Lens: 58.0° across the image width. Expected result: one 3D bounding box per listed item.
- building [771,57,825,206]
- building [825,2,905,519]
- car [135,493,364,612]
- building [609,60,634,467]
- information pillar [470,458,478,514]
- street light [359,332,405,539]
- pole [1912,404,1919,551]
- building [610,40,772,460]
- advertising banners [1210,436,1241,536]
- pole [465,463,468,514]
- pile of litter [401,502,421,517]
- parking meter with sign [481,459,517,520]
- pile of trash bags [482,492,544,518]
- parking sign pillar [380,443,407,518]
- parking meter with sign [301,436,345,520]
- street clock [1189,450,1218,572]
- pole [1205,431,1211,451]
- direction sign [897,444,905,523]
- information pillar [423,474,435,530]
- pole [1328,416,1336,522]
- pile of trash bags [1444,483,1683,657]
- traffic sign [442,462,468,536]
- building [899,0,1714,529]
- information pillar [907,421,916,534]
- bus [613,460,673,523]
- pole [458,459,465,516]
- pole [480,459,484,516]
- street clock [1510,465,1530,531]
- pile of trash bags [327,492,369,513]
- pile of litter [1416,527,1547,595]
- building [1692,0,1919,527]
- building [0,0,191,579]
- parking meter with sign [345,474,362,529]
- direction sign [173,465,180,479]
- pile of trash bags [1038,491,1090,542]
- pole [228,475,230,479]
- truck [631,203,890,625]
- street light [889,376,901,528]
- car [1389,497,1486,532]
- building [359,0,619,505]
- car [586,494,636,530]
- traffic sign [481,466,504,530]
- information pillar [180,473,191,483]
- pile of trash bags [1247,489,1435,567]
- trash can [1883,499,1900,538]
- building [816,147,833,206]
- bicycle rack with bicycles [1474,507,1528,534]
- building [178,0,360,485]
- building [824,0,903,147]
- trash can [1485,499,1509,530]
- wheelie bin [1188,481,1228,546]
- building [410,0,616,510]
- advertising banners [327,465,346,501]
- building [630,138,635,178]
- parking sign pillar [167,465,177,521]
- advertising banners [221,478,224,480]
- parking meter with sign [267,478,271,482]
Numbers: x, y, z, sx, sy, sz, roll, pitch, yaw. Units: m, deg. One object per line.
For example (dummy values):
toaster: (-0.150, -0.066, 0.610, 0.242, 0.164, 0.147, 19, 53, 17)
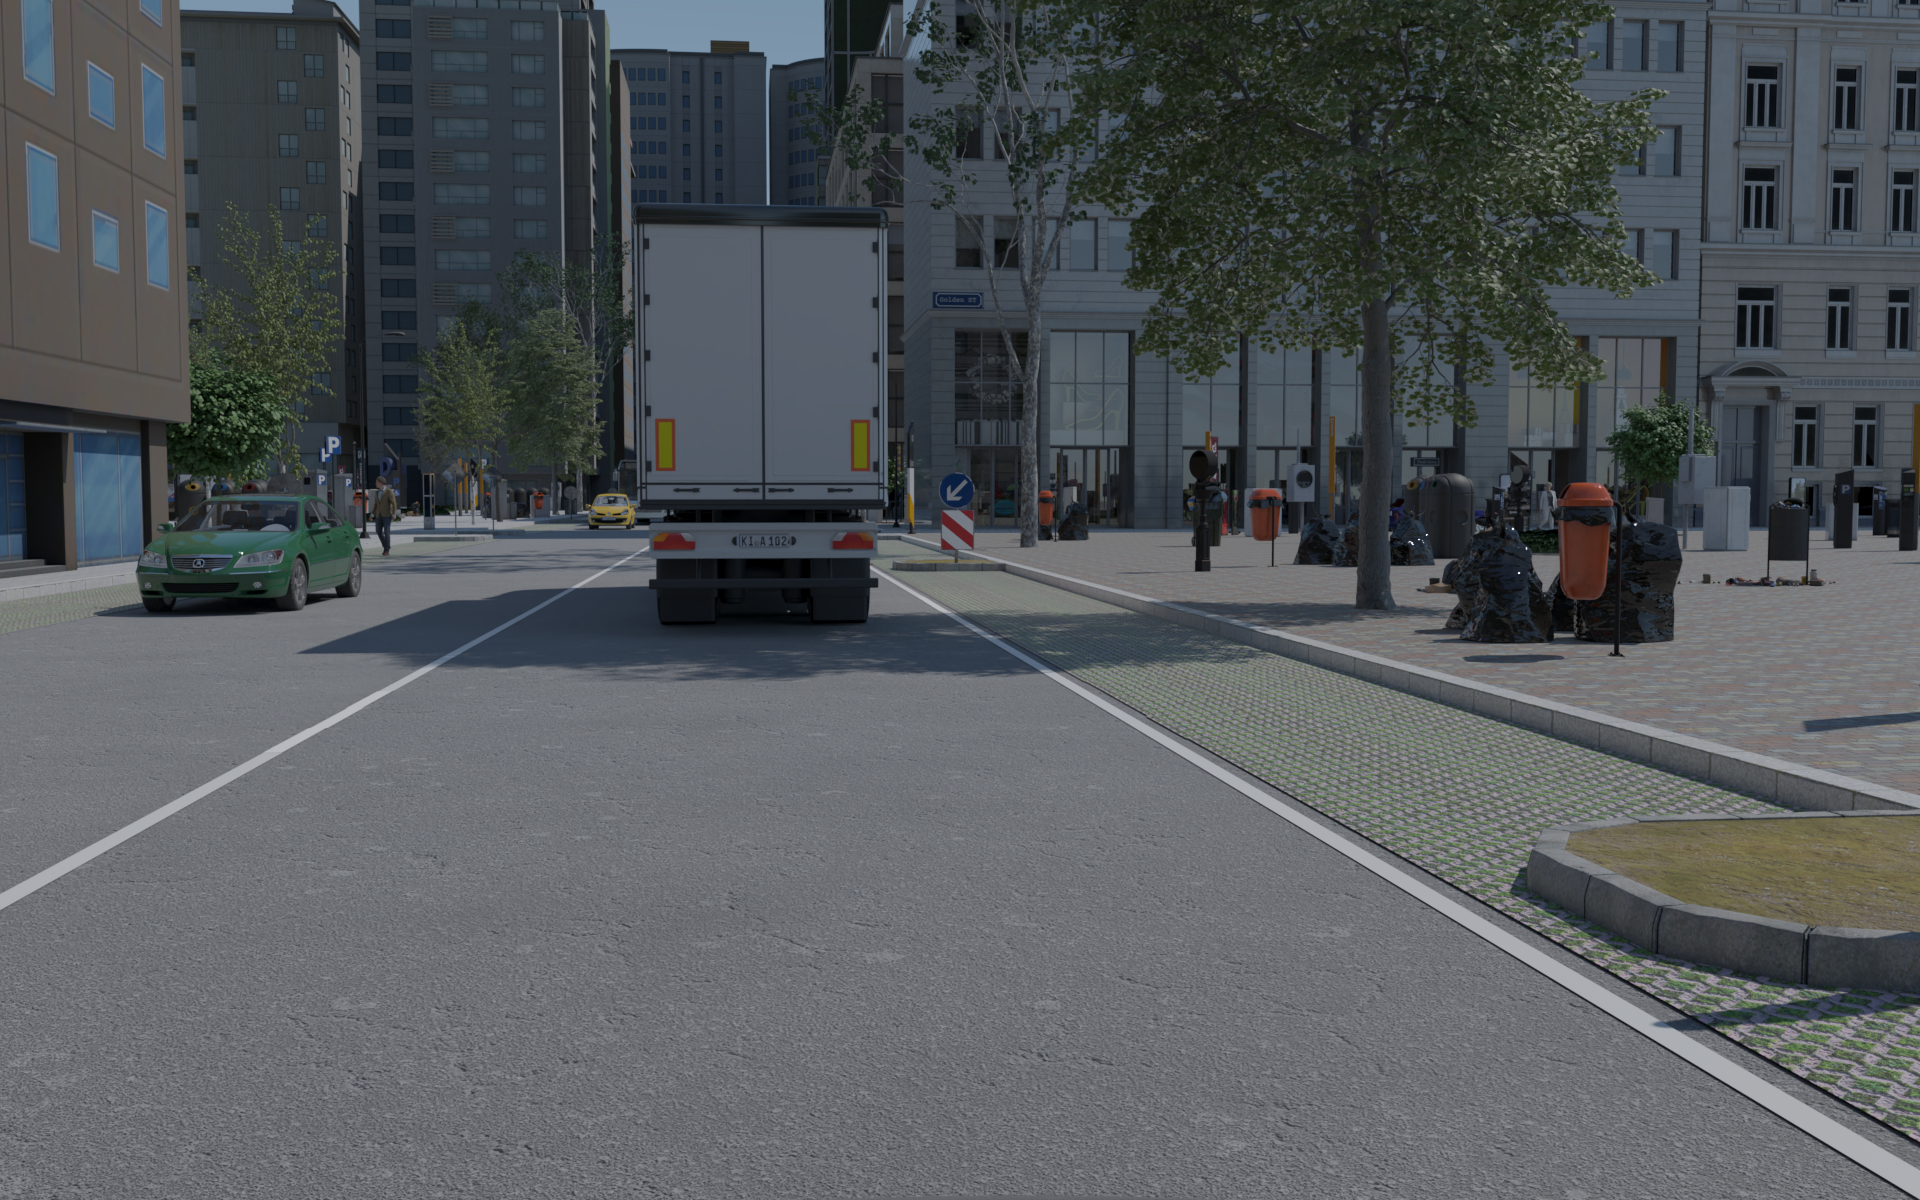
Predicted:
building: (-11.093, -42.161, 231.330, 28.212, 58.520, 21.231, 0, 4, -7)
building: (2.276, -18.417, 105.627, 19.350, 26.468, 34.151, 0, 4, -7)
car: (-9.162, -0.664, 22.656, 2.131, 1.459, 4.920, 0, 4, -6)
building: (-40.687, -32.127, 175.392, 14.600, 45.320, 14.200, 0, 4, -7)
information pillar: (-31.329, -7.351, 111.550, 0.183, 3.616, 0.504, 3, 5, 40)
street light: (-16.598, -4.721, 49.724, 1.470, 5.913, 1.316, 0, 4, -7)
pole: (21.696, -2.781, 39.305, 0.158, 3.312, 0.155, 0, 3, 0)
building: (-39.535, -41.941, 227.739, 28.212, 58.520, 21.231, 0, 4, -7)
advertising banners: (8.161, -3.496, 53.346, 0.090, 3.025, 2.074, 2, 4, 35)
pole: (-32.206, -7.283, 112.924, 0.158, 3.312, 0.155, 0, 3, 0)
pile of litter: (-31.325, -5.193, 98.876, 1.176, 0.858, 1.719, 0, 4, -8)
parking meter with sign: (-22.868, -5.489, 86.007, 0.543, 3.016, 1.738, 3, 5, 40)
pile of trash bags: (-23.687, -5.060, 92.483, 1.912, 1.369, 3.447, 3, 4, 38)
parking sign pillar: (-30.053, -6.291, 91.329, 1.447, 3.967, 1.447, 3, 5, 42)
parking meter with sign: (-19.531, -3.435, 52.425, 1.738, 3.016, 0.543, 2, 4, 30)
street clock: (4.020, -1.471, 28.622, 0.358, 2.002, 0.471, -2, 4, -34)
pole: (8.084, -3.829, 56.450, 0.158, 3.312, 0.155, 0, 3, 0)
direction sign: (-2.623, -5.256, 77.931, 0.379, 3.537, 0.876, 2, 4, 28)
information pillar: (-19.107, -3.536, 62.310, 0.304, 2.012, 0.304, 0, 4, 7)
pole: (9.762, -3.158, 45.484, 0.158, 3.312, 0.155, 0, 3, 0)
pile of trash bags: (5.293, -0.328, 15.114, 1.912, 1.369, 3.447, 1, 4, 13)
traffic sign: (-15.499, -3.031, 53.202, 0.795, 2.450, 0.064, 0, 4, -7)
building: (12.919, -17.843, 69.234, 29.804, 29.767, 11.434, 0, 4, -7)
information pillar: (-1.576, -3.918, 55.418, 0.183, 3.616, 0.504, 1, 4, 14)
bus: (-14.725, -5.451, 83.976, 2.948, 3.499, 13.247, 0, 4, -6)
pole: (-28.676, -6.451, 99.321, 0.158, 3.312, 0.155, 0, 3, 0)
pole: (-27.796, -6.531, 100.624, 0.158, 3.312, 0.155, 0, 3, 0)
street clock: (14.003, -2.373, 43.366, 0.358, 2.002, 0.471, -2, 4, -25)
pile of trash bags: (-25.344, -3.640, 69.265, 3.447, 1.369, 1.912, 0, 4, 2)
pile of litter: (6.848, -0.520, 22.471, 1.719, 0.858, 1.176, 3, 4, 37)
building: (37.496, -17.614, 73.897, 20.117, 28.700, 13.634, 0, 4, -7)
building: (-21.358, -22.962, 25.541, 14.600, 45.320, 14.200, 0, 4, -7)
parking meter with sign: (-23.173, -4.199, 64.922, 1.738, 3.016, 0.543, 2, 4, 27)
direction sign: (-41.465, -6.099, 91.723, 0.379, 3.537, 0.876, 2, 4, 33)
pile of trash bags: (2.589, -2.333, 47.900, 1.912, 1.369, 3.447, 1, 4, 10)
pole: (-41.298, -6.364, 97.902, 0.158, 3.312, 0.155, 0, 3, 0)
truck: (-2.551, -2.047, 22.390, 2.839, 4.237, 11.283, 0, 4, -7)
street light: (-2.979, -5.728, 66.187, 1.470, 5.913, 1.316, 0, 4, -7)
car: (16.609, -2.900, 59.994, 3.894, 1.354, 1.945, 0, 4, -8)
building: (-41.539, -43.960, 156.992, 20.563, 71.187, 20.611, 0, 4, -7)
car: (-14.240, -3.709, 70.860, 2.015, 1.641, 3.980, 0, 4, -7)
traffic sign: (-16.479, -3.516, 61.127, 0.795, 2.450, 0.064, 0, 4, -7)
information pillar: (-33.107, -5.065, 74.160, 0.504, 3.616, 0.183, -1, 4, -21)
pile of trash bags: (6.716, -1.311, 31.195, 3.447, 1.369, 1.912, -1, 4, -22)
trash can: (27.615, -2.412, 51.094, 0.748, 1.137, 0.748, 0, 3, 0)
building: (-5.301, -22.997, 147.697, 14.160, 30.474, 14.107, 0, 4, -7)
bicycle rack with bicycles: (14.650, -2.181, 49.046, 2.852, 0.926, 2.925, 3, 5, 42)
building: (-78.278, -36.777, 190.537, 27.495, 52.752, 28.713, 0, 4, -7)
building: (-4.349, -44.402, 164.231, 20.563, 71.187, 20.611, 0, 4, -7)
trash can: (16.546, -2.553, 53.400, 0.748, 1.137, 0.748, 0, 3, 0)
wheelie bin: (6.109, -2.118, 42.537, 0.980, 1.594, 0.693, -1, 4, -11)
building: (-35.962, -27.985, 141.147, 14.154, 41.232, 14.086, 0, 4, -7)
advertising banners: (-38.239, -6.664, 105.138, 2.074, 3.025, 0.090, 0, 4, 7)
building: (-50.267, -33.198, 197.410, 28.867, 44.769, 22.147, 0, 4, -7)
parking sign pillar: (-37.849, -5.746, 82.426, 1.447, 3.967, 1.447, -3, 4, -39)
advertising banners: (-55.358, -8.312, 132.094, 2.074, 3.025, 0.090, 0, 4, -8)
parking meter with sign: (-32.985, -5.342, 83.605, 0.543, 3.016, 1.738, 3, 5, 41)
